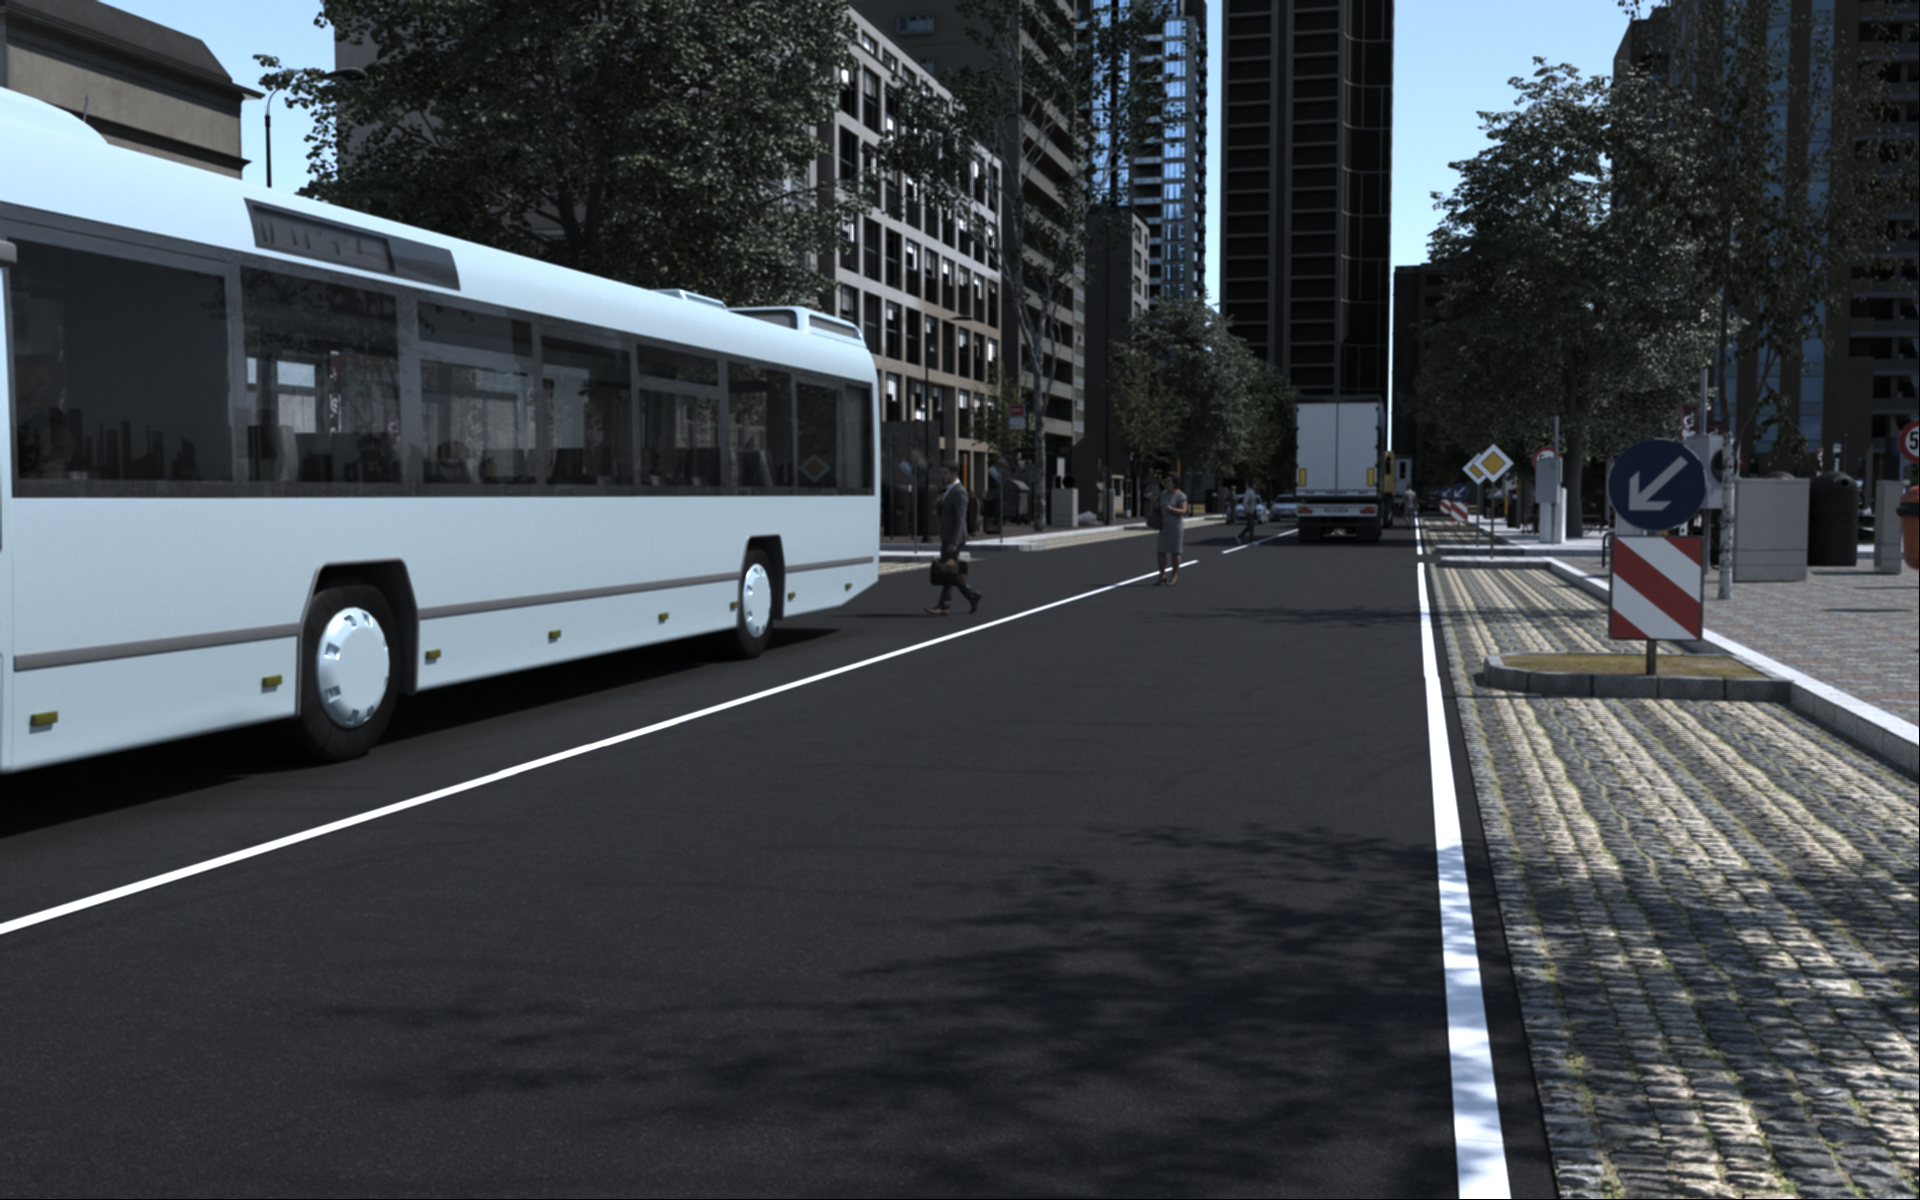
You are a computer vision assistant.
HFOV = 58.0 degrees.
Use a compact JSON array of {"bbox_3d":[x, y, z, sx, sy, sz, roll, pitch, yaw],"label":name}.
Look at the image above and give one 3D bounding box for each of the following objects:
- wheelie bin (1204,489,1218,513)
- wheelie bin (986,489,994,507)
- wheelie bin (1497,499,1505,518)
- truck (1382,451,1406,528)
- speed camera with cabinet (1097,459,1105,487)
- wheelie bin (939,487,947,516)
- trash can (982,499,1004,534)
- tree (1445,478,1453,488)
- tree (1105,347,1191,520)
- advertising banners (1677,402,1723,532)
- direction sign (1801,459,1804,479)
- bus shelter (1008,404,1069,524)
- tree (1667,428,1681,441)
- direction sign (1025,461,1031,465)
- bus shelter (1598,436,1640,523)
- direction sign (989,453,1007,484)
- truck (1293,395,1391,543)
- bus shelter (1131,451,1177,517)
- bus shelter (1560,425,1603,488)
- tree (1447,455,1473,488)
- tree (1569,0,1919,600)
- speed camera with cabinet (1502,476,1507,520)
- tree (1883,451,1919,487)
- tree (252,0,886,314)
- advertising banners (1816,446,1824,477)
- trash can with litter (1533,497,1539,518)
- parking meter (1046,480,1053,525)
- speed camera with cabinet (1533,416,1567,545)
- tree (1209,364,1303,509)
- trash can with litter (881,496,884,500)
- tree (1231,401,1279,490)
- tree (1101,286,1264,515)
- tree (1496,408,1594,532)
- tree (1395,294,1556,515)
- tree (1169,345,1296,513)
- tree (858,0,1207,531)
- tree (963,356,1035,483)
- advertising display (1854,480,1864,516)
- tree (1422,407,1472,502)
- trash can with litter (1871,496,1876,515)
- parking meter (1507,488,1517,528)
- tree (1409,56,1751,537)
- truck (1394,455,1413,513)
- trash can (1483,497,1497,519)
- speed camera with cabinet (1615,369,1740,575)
[{"bbox_3d":[16.772,-6.612,116.006,0.980,1.594,0.693,1,4,21],"label":"wheelie bin"},{"bbox_3d":[1.894,-5.587,99.250,0.980,1.594,0.693,3,5,43],"label":"wheelie bin"},{"bbox_3d":[29.026,-5.184,92.666,0.980,1.594,0.693,0,4,-4],"label":"wheelie bin"},{"bbox_3d":[17.799,-4.927,76.477,3.469,3.379,9.791,1,4,16],"label":"truck"},{"bbox_3d":[7.221,-6.375,98.567,2.038,3.252,0.660,2,4,30],"label":"speed camera with cabinet"},{"bbox_3d":[-1.077,-5.375,95.789,0.693,1.594,0.980,-1,4,-13],"label":"wheelie bin"},{"bbox_3d":[1.050,-2.669,55.287,0.748,1.137,0.748,0,3,0],"label":"trash can"},{"bbox_3d":[52.806,-11.678,185.542,1.663,3.219,1.824,0,3,0],"label":"tree"},{"bbox_3d":[9.009,-8.291,85.927,4.737,8.622,4.395,0,3,0],"label":"tree"},{"bbox_3d":[14.572,-2.266,33.236,2.074,3.025,0.090,-1,4,-18],"label":"advertising banners"},{"bbox_3d":[48.175,-6.552,99.121,0.379,3.537,0.876,1,4,21],"label":"direction sign"},{"bbox_3d":[3.876,-6.228,79.463,2.179,5.291,8.768,1,4,15],"label":"bus shelter"},{"bbox_3d":[34.917,-6.208,85.212,4.285,4.588,4.351,0,3,0],"label":"tree"},{"bbox_3d":[4.836,-7.767,118.990,0.876,3.537,0.379,3,5,41],"label":"direction sign"},{"bbox_3d":[24.451,-4.216,62.850,2.014,3.302,5.546,1,4,15],"label":"bus shelter"},{"bbox_3d":[2.173,-6.305,95.089,0.876,3.537,0.379,-1,4,-16],"label":"direction sign"},{"bbox_3d":[12.076,-4.015,54.553,2.839,4.237,11.283,1,4,14],"label":"truck"},{"bbox_3d":[10.972,-6.522,97.913,1.731,3.624,6.357,1,4,15],"label":"bus shelter"},{"bbox_3d":[29.821,-6.510,84.064,2.179,5.291,8.768,1,4,15],"label":"bus shelter"},{"bbox_3d":[46.068,-12.768,159.123,4.737,8.622,4.395,0,3,0],"label":"tree"},{"bbox_3d":[9.496,-4.300,20.667,4.360,8.622,3.978,0,3,0],"label":"tree"},{"bbox_3d":[27.393,-5.488,84.067,2.038,3.252,0.660,1,4,10],"label":"speed camera with cabinet"},{"bbox_3d":[43.557,-5.762,77.919,4.285,4.588,4.351,0,3,0],"label":"tree"},{"bbox_3d":[-6.088,-7.455,28.547,9.857,13.997,8.962,0,3,0],"label":"tree"},{"bbox_3d":[30.938,-4.097,63.168,2.074,3.025,0.090,-2,4,-35],"label":"advertising banners"},{"bbox_3d":[26.492,-4.120,78.756,1.055,1.170,0.624,1,4,14],"label":"trash can with litter"},{"bbox_3d":[3.746,-4.028,71.571,0.255,1.863,0.399,-1,4,-16],"label":"parking meter"},{"bbox_3d":[15.226,-3.077,44.638,0.660,3.252,2.038,2,4,25],"label":"speed camera with cabinet"},{"bbox_3d":[26.440,-14.274,150.387,9.611,12.733,9.660,0,3,0],"label":"tree"},{"bbox_3d":[-2.782,-3.866,74.274,2.233,1.210,1.678,-1,4,-15],"label":"trash can with litter"},{"bbox_3d":[22.570,-11.294,135.026,4.737,8.622,4.395,0,3,0],"label":"tree"},{"bbox_3d":[13.595,-12.171,105.649,9.857,13.997,8.962,0,3,0],"label":"tree"},{"bbox_3d":[19.723,-4.584,58.667,4.285,4.588,4.351,0,3,0],"label":"tree"},{"bbox_3d":[31.523,-11.879,104.597,12.009,13.543,11.850,0,3,0],"label":"tree"},{"bbox_3d":[17.756,-11.764,118.098,9.928,11.665,9.643,0,3,0],"label":"tree"},{"bbox_3d":[1.350,-12.433,59.168,12.611,20.169,13.585,0,3,0],"label":"tree"},{"bbox_3d":[2.427,-8.639,91.611,4.737,8.622,4.395,0,3,0],"label":"tree"},{"bbox_3d":[40.376,-4.469,78.277,0.974,1.923,0.123,-1,4,-15],"label":"advertising display"},{"bbox_3d":[51.172,-15.882,177.789,7.486,12.596,7.792,0,3,0],"label":"tree"},{"bbox_3d":[56.997,-5.905,107.927,0.624,1.170,1.055,2,4,27],"label":"trash can with litter"},{"bbox_3d":[21.037,-3.518,65.931,0.372,1.533,0.369,0,3,0],"label":"parking meter"},{"bbox_3d":[18.391,-8.848,51.328,9.857,13.997,8.962,0,3,0],"label":"tree"},{"bbox_3d":[32.993,-8.719,131.463,2.839,4.237,11.283,1,4,14],"label":"truck"},{"bbox_3d":[27.257,-4.740,89.155,0.748,1.137,0.748,0,3,0],"label":"trash can"},{"bbox_3d":[11.191,-1.997,26.985,2.038,3.252,0.660,-2,4,-24],"label":"speed camera with cabinet"}]
